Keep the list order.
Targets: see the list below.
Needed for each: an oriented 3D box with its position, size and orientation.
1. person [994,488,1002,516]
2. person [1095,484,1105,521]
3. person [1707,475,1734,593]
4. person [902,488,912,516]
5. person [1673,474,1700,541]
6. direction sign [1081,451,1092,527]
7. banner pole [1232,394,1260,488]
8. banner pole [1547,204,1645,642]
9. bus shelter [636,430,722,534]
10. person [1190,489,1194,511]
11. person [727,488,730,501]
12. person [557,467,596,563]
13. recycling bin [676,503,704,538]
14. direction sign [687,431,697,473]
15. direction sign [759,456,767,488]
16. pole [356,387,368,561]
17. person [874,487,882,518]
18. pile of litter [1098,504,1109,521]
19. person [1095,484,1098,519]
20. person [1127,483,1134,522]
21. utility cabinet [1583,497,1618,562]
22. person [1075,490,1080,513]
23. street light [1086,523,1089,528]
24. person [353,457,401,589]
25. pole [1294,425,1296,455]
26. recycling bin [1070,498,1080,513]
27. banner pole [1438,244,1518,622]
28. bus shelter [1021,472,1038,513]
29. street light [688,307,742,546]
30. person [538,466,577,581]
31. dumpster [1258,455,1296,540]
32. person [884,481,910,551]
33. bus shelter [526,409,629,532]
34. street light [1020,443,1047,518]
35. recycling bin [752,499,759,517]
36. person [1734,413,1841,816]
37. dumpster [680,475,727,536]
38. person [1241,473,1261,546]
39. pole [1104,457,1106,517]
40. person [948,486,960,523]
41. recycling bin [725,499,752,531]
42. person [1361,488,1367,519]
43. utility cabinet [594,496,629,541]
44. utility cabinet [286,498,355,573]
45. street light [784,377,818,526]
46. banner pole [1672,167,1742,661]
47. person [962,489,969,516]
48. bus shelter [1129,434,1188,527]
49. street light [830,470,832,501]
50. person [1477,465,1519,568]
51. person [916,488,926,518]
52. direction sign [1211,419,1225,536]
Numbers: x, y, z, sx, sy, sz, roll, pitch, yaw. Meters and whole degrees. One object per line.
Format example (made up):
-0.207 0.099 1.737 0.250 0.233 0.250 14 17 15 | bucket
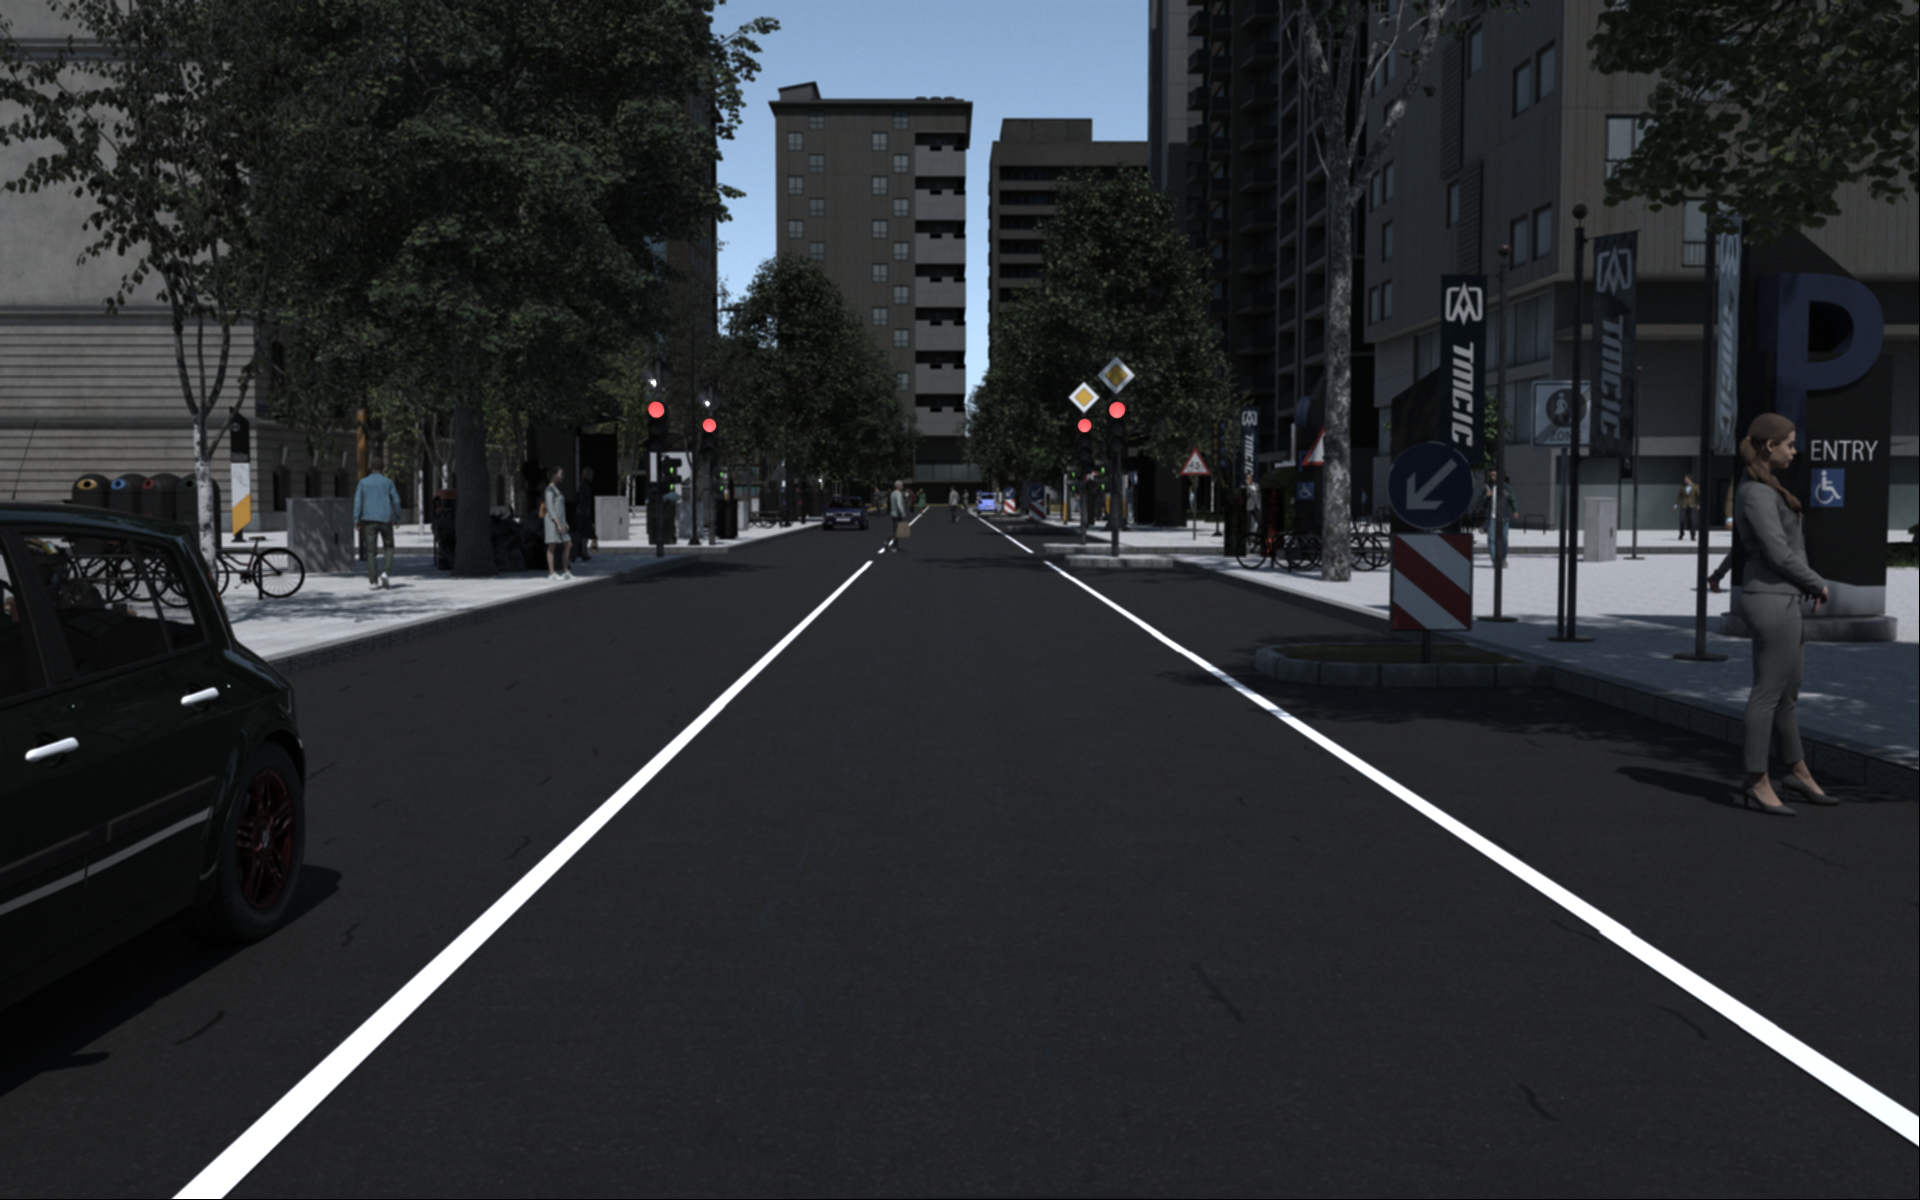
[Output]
2.511 -6.561 115.649 0.514 1.842 0.818 -1 4 -12 | person
6.694 -4.714 83.543 0.576 1.772 0.534 -1 4 -13 | person
10.088 -1.001 22.312 0.836 1.842 0.656 2 4 31 | person
-3.578 -6.548 115.515 0.622 1.834 0.822 -2 4 -25 | person
20.163 -2.574 48.033 0.656 1.842 0.836 0 4 1 | person
4.870 -4.623 67.582 0.379 3.537 0.876 -2 4 -32 | direction sign
7.081 -3.261 43.336 0.863 3.779 0.401 0 4 -5 | banner pole
5.461 -1.520 14.863 0.401 3.779 0.863 -2 4 -27 | banner pole
-9.271 -3.901 57.703 2.014 3.302 5.546 0 4 -1 | bus shelter
15.709 -6.711 117.575 0.330 1.601 0.589 0 4 3 | person
-12.859 -5.475 95.654 0.778 1.811 0.616 3 5 39 | person
-7.315 -1.636 33.013 0.699 1.804 1.509 1 4 18 | person
-7.925 -2.337 50.762 0.722 1.027 0.722 -1 4 -17 | recycling bin
-9.680 -4.306 62.404 0.379 3.537 0.876 1 4 17 | direction sign
-11.639 -6.746 102.297 0.379 3.537 0.876 1 4 22 | direction sign
-11.450 -2.408 33.219 0.158 3.312 0.155 0 3 0 | pole
-4.958 -5.881 104.458 0.447 1.846 0.655 -2 4 -32 | person
7.138 -4.148 81.790 1.176 0.858 1.719 -2 4 -29 | pile of litter
6.679 -4.747 84.202 0.519 1.759 0.362 2 4 34 | person
7.807 -4.440 78.983 0.623 1.781 0.721 -1 4 -20 | person
12.198 -1.334 32.968 0.306 1.237 1.020 3 5 39 | utility cabinet
8.031 -6.775 116.829 0.555 1.821 0.388 0 4 2 | person
4.196 -5.709 65.877 1.470 5.913 1.316 0 4 -1 | street light
-7.801 -1.029 23.204 0.601 1.785 0.444 -1 4 -15 | person
9.978 -3.520 51.390 0.158 3.312 0.155 0 3 0 | pole
7.995 -6.461 118.185 0.722 1.027 0.722 -2 4 -35 | recycling bin
5.214 -1.677 17.436 0.863 3.779 0.401 0 4 1 | banner pole
4.906 -7.272 112.813 2.014 3.302 5.546 0 4 -1 | bus shelter
-6.096 -4.316 43.114 1.470 5.913 1.316 0 4 -1 | street light
-5.998 -1.141 25.708 0.522 1.701 0.512 0 4 1 | person
8.381 -2.527 43.817 1.502 2.255 1.985 0 4 -1 | dumpster
-1.569 -2.088 43.123 0.515 1.767 0.782 -1 4 -23 | person
-11.024 -3.614 50.368 1.731 3.624 6.357 0 4 0 | bus shelter
3.934 -7.333 92.431 1.470 5.913 1.316 0 4 -1 | street light
-11.334 -5.167 97.029 0.722 1.027 0.722 -1 4 -10 | recycling bin
3.749 0.061 7.775 0.573 1.790 0.520 0 4 6 | person
-7.968 -2.932 53.699 1.264 1.857 1.865 0 4 0 | dumpster
7.212 -2.229 42.669 0.592 1.802 0.473 0 4 -5 | person
7.973 -6.147 94.344 0.158 3.312 0.155 0 3 0 | pole
-0.258 -4.785 86.576 0.795 1.843 0.661 3 5 43 | person
-7.860 -2.951 60.801 0.722 1.027 0.722 1 4 9 | recycling bin
21.153 -5.066 90.689 0.330 1.601 0.589 2 4 23 | person
-9.558 -2.229 47.610 0.306 1.237 1.020 2 4 35 | utility cabinet
-10.462 -1.053 28.370 1.020 1.237 0.306 -3 5 -44 | utility cabinet
-6.328 -5.887 68.789 1.470 5.913 1.316 0 4 -1 | street light
5.915 -1.437 13.514 0.401 3.779 0.863 3 5 44 | banner pole
0.334 -6.521 115.296 0.466 1.800 0.511 -3 5 -44 | person
7.976 -4.803 69.812 1.731 3.624 6.357 0 4 0 | bus shelter
-6.537 -7.471 94.691 1.470 5.913 1.316 0 4 -1 | street light
9.261 -1.438 29.895 0.623 1.781 0.721 0 4 -1 | person
-2.318 -5.897 105.160 0.600 1.795 0.529 1 4 20 | person
7.836 -3.706 52.598 0.379 3.537 0.876 2 4 34 | direction sign
